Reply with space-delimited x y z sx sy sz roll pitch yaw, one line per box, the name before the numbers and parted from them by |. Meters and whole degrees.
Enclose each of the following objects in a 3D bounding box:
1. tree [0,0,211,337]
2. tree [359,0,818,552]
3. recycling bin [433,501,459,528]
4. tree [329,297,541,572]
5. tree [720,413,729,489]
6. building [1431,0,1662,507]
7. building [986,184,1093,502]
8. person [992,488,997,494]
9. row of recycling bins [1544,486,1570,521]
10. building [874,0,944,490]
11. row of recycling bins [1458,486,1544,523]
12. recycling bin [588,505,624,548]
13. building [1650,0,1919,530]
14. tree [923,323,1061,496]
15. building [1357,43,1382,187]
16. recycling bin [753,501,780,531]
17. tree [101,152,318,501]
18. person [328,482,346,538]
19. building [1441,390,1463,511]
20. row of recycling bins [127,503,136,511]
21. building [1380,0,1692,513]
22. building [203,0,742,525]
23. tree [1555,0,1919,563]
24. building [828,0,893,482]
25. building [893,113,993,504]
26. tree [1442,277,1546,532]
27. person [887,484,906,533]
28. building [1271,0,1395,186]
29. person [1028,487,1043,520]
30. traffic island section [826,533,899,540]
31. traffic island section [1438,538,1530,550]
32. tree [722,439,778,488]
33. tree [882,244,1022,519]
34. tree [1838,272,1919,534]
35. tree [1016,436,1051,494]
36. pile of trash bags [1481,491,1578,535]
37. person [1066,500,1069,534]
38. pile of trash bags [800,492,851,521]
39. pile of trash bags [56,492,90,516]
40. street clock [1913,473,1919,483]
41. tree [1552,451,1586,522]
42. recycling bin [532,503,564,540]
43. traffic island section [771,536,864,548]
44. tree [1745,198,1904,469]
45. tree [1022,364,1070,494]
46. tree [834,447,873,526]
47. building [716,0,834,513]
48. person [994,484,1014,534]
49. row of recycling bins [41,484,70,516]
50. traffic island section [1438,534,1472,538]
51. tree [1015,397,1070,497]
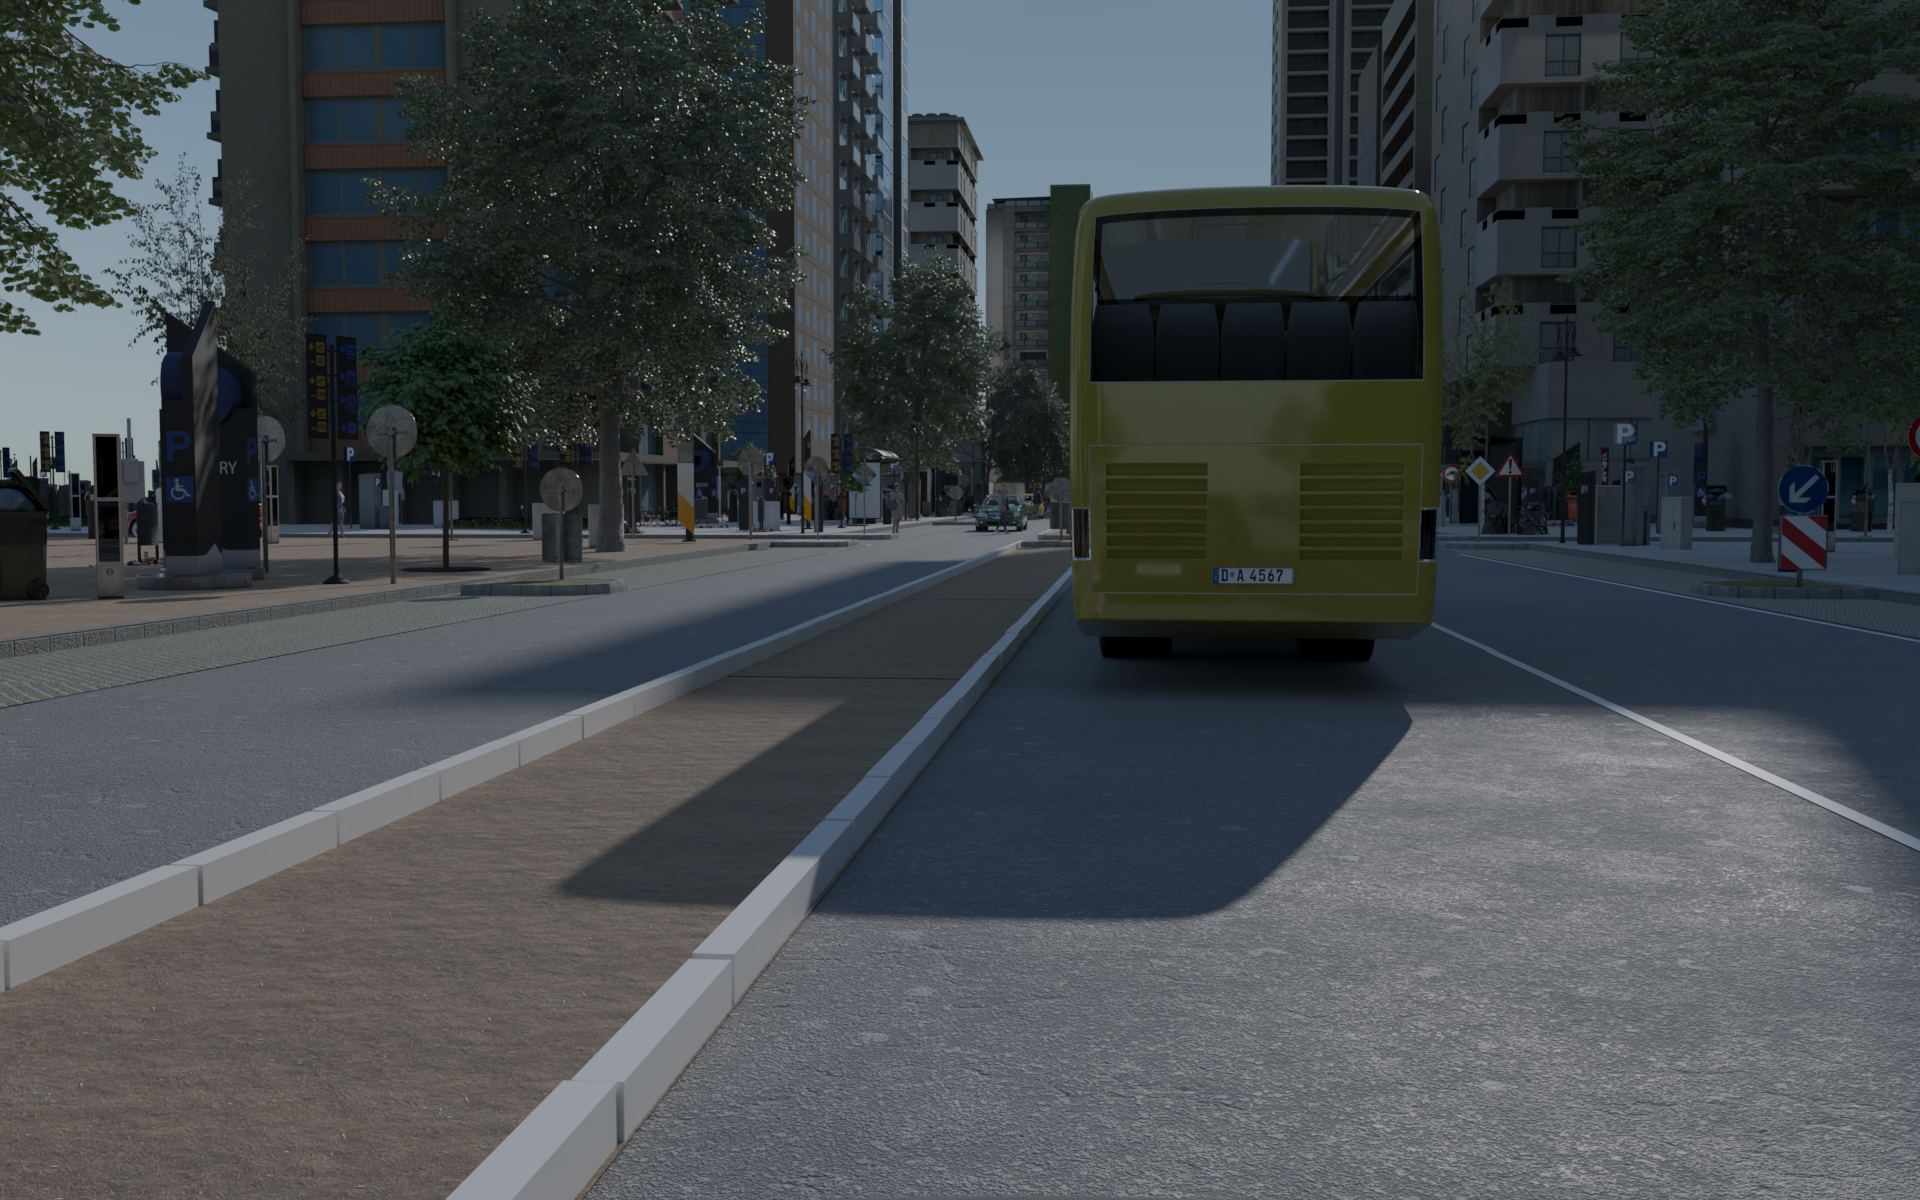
tree | -9.952 -5.875 14.179 7.486 12.596 7.792 0 3 0
tree | -7.915 -8.050 38.267 9.857 13.997 8.962 0 3 0
recycling bin | -19.656 -3.283 66.231 0.722 1.027 0.722 1 4 9
tree | -8.729 -2.768 28.979 4.285 4.588 4.351 0 3 0
tree | -16.062 -9.650 108.147 4.737 8.622 4.395 0 3 0
building | 45.264 -31.727 107.974 28.713 52.752 27.495 0 4 6
building | 10.662 -33.502 231.344 14.086 41.232 14.154 0 4 6
person | 1.904 -5.246 94.945 0.731 1.740 0.598 3 4 37
row of recycling bins | 29.047 -4.751 84.793 3.534 1.692 1.069 -3 5 -43
building | -17.960 -53.374 185.338 31.000 86.520 22.319 0 4 6
row of recycling bins | 23.818 -4.264 76.829 3.534 1.692 1.069 3 5 40
recycling bin | -8.496 -1.776 41.598 0.722 1.027 0.722 0 4 1
building | 40.533 -27.289 69.871 21.600 48.544 21.300 0 4 6
tree | 1.974 -13.002 122.953 12.009 13.543 11.850 0 3 0
building | 46.612 -31.759 169.366 14.600 45.320 14.200 0 4 6
recycling bin | -6.766 -2.937 60.569 0.722 1.027 0.722 1 4 22
tree | -16.646 -5.388 38.450 4.360 8.622 3.978 0 3 0
person | -19.893 -2.864 55.351 0.654 1.822 0.581 2 4 25
building | 43.517 -22.143 133.743 14.160 30.474 14.107 0 4 6
row of recycling bins | -62.221 -7.468 129.219 1.069 1.692 3.534 -3 5 -41
building | 48.860 -32.255 151.067 21.300 48.544 21.600 0 4 6
building | -23.278 -26.281 84.316 22.147 44.769 28.867 0 4 6
tree | 14.714 -6.988 32.373 7.486 12.596 7.792 0 3 0
building | -18.677 -32.271 147.237 23.786 49.044 30.456 0 4 6
building | -9.503 -39.814 240.202 27.495 52.752 28.713 0 4 6
tree | 17.525 -6.626 58.693 4.737 8.622 4.395 0 3 0
person | -2.329 -3.314 63.045 0.716 1.782 0.532 -2 4 -30
building | 52.209 -48.425 230.001 20.611 71.187 20.563 0 4 6
person | 4.115 -5.250 94.324 0.794 1.824 0.713 -2 4 -24
traffic island section | -3.085 -2.034 55.542 2.009 0.180 2.903 0 4 6
traffic island section | 13.721 -1.435 45.742 2.009 0.180 2.903 0 4 6
tree | -12.601 -7.301 103.081 4.285 4.588 4.351 0 3 0
tree | -2.389 -11.227 90.223 9.857 13.997 8.962 0 3 0
tree | 29.970 -6.421 55.350 4.737 8.622 4.395 0 3 0
tree | 7.254 -13.906 177.726 4.360 8.622 3.978 0 3 0
pile of trash bags | 18.225 -2.760 54.874 1.912 1.369 3.447 -3 5 -42
person | 3.942 -3.182 60.436 0.656 1.842 0.836 -2 4 -27
pile of trash bags | -6.362 -4.595 84.875 1.912 1.369 3.447 -2 4 -34
pile of trash bags | -49.850 -5.406 98.137 1.912 1.369 3.447 3 5 44
street clock | 32.103 -3.258 57.832 0.471 2.002 0.358 3 5 43
tree | 27.991 -5.136 78.569 1.663 3.219 1.824 0 3 0
recycling bin | -11.562 -2.210 48.685 0.722 1.027 0.722 0 4 4
traffic island section | -3.922 -1.549 47.600 2.009 0.180 2.903 0 4 6
tree | 21.288 -5.683 43.271 4.360 8.622 3.978 0 3 0
tree | 6.436 -15.976 167.864 9.857 13.997 8.962 0 3 0
tree | -4.055 -4.559 69.134 1.663 3.219 1.824 0 3 0
building | -16.906 -28.761 120.359 14.600 45.320 14.200 0 4 6
person | 1.565 -3.249 61.804 0.728 1.800 0.709 2 4 28
row of recycling bins | -38.635 -4.001 72.530 3.534 1.692 1.069 0 4 7
traffic island section | 14.558 -1.921 53.684 2.009 0.180 2.903 0 4 6
tree | 9.667 -17.179 199.006 7.486 12.596 7.792 0 3 0
